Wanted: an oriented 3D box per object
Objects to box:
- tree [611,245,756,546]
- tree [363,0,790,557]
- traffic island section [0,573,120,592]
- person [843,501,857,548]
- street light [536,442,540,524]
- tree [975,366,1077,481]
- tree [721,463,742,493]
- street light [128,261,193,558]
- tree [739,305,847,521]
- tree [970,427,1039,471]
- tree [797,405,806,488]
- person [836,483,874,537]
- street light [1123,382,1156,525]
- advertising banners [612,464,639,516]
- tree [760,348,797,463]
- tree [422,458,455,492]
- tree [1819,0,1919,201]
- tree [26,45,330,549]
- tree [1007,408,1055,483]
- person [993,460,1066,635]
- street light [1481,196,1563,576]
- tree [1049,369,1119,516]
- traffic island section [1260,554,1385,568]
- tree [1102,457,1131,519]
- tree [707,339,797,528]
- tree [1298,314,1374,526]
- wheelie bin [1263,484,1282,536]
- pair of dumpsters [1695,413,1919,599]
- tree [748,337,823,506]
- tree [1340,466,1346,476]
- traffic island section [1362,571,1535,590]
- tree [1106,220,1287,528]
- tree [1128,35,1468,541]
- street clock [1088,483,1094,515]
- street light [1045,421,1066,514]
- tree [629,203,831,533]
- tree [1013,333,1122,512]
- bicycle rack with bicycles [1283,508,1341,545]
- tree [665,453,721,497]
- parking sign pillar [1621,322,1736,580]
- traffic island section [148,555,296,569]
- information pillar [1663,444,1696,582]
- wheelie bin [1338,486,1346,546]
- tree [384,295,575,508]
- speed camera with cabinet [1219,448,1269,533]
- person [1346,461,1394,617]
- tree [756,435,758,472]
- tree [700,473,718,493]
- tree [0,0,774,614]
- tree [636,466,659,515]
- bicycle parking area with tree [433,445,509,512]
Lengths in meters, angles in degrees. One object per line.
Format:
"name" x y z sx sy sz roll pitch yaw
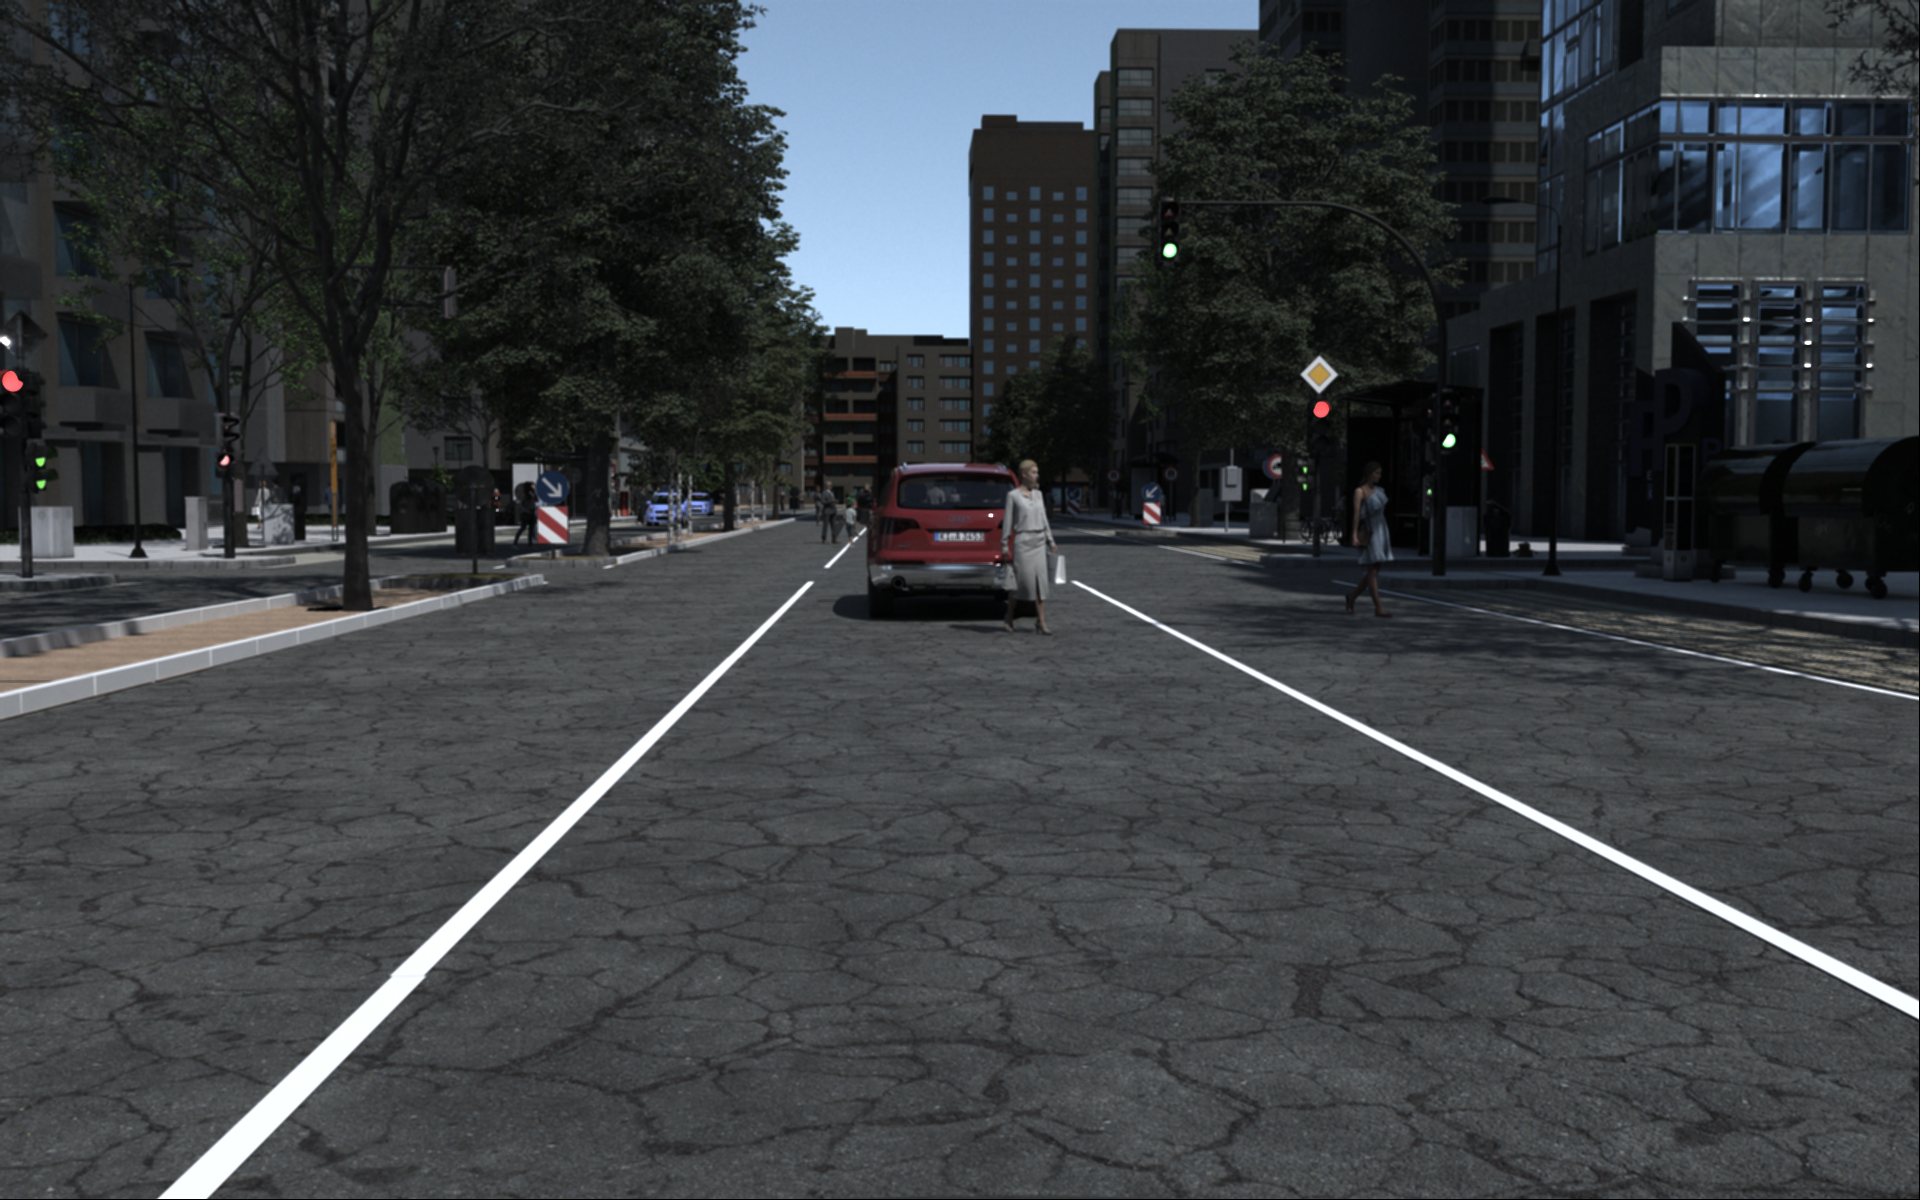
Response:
"tree" -8.253 -5.985 50.676 4.360 8.622 3.978 0 3 0
"tree" -8.160 -7.915 38.528 9.857 13.997 8.962 0 3 0
"traffic island section" -14.289 -0.259 26.513 2.009 0.180 2.903 0 4 -2
"person" -2.922 -2.024 46.270 0.352 1.250 0.332 -2 4 -29
"street light" -17.239 -6.153 73.141 1.470 5.913 1.316 0 4 -2
"tree" 5.818 -14.571 155.236 9.611 12.733 9.660 0 3 0
"tree" -21.377 -10.605 157.102 4.285 4.588 4.351 0 3 0
"street light" -15.976 -3.799 34.649 1.470 5.913 1.316 0 4 -2
"tree" -9.841 -10.079 93.005 9.928 11.665 9.643 0 3 0
"tree" 4.982 -14.927 178.470 8.767 10.594 7.601 -2 4 -30
"tree" -9.502 -8.020 83.946 4.737 8.622 4.395 0 3 0
"person" -3.519 -3.005 57.849 1.509 1.804 0.699 -1 4 -8
"street light" 7.441 -6.075 71.868 1.470 5.913 1.316 0 4 -2
"advertising banners" -19.331 -6.343 99.899 2.074 3.025 0.090 -1 4 -14
"tree" -9.434 -7.686 78.494 4.360 8.622 3.978 0 3 0
"tree" -27.540 -5.945 91.797 1.663 3.219 1.824 0 3 0
"tree" 10.366 -6.271 12.903 12.009 13.543 11.850 0 3 0
"tree" -17.241 -7.038 40.832 9.928 11.665 9.643 0 3 0
"tree" 6.263 -11.862 144.298 4.737 8.622 4.395 0 3 0
"person" 0.704 -0.547 17.800 0.694 1.780 0.624 -1 4 -18
"street light" 8.812 -3.341 27.162 1.470 5.913 1.316 0 4 -2
"tree" 7.479 -9.216 101.050 4.360 8.622 3.978 0 3 0
"traffic island section" 7.269 -0.792 35.227 2.009 0.180 2.903 0 4 -2
"tree" 8.516 -5.896 91.003 1.663 3.219 1.824 0 3 0
"tree" -9.233 -7.287 71.968 4.737 8.622 4.395 0 3 0
"tree" 15.107 -7.326 70.151 4.737 8.622 4.395 0 3 0
"wheelie bin" 9.674 -2.749 52.852 0.693 1.594 0.980 -1 4 -20
"pair of dumpsters" 11.534 -1.256 23.037 1.574 2.255 4.437 0 4 -2
"tree" -20.401 -19.780 179.287 12.611 20.169 13.585 0 3 0
"tree" 14.906 -4.205 63.346 1.663 3.219 1.824 0 3 0
"traffic island section" 7.540 -0.304 27.246 2.009 0.180 2.903 0 4 -2
"tree" 9.083 -8.544 65.443 9.928 11.665 9.643 0 3 0
"tree" 9.092 -8.624 47.663 9.857 13.997 8.962 0 3 0
"street clock" 8.193 -6.335 108.144 0.358 2.002 0.471 -1 4 -19
"street light" 6.097 -8.423 110.263 1.470 5.913 1.316 0 4 -2
"tree" -8.703 -8.793 64.347 7.486 12.596 7.792 0 3 0
"tree" 7.734 -12.475 122.097 7.486 12.596 7.792 0 3 0
"bicycle rack with bicycles" 9.684 -1.933 44.982 2.852 0.926 2.925 -2 4 -25
"tree" -20.888 -9.018 131.150 4.285 4.588 4.351 0 3 0
"parking sign pillar" 11.157 -2.329 26.549 1.447 3.967 1.447 0 4 -8
"traffic island section" -14.560 -0.747 34.493 2.009 0.180 2.903 0 4 -2
"information pillar" 10.546 -1.279 25.403 0.304 2.012 0.304 -1 4 -10
"wheelie bin" 9.830 -2.134 42.806 0.980 1.594 0.693 -2 4 -32
"tree" -18.466 -8.076 66.459 7.601 10.594 8.767 -2 4 -31
"speed camera with cabinet" 9.682 -3.873 57.657 2.038 3.252 0.660 0 4 -2
"person" 4.766 -0.716 20.307 0.616 1.811 0.778 -2 4 -32
"tree" -8.803 -6.325 56.235 4.360 8.622 3.978 0 3 0
"tree" -21.095 -9.106 143.486 1.663 3.219 1.824 0 3 0
"tree" -7.320 -6.592 20.602 12.009 13.543 11.850 0 3 0
"tree" -19.061 -6.743 104.842 1.663 3.219 1.824 0 3 0
"bicycle parking area with tree" -30.490 -7.141 103.758 9.016 4.147 8.231 -1 4 -18
